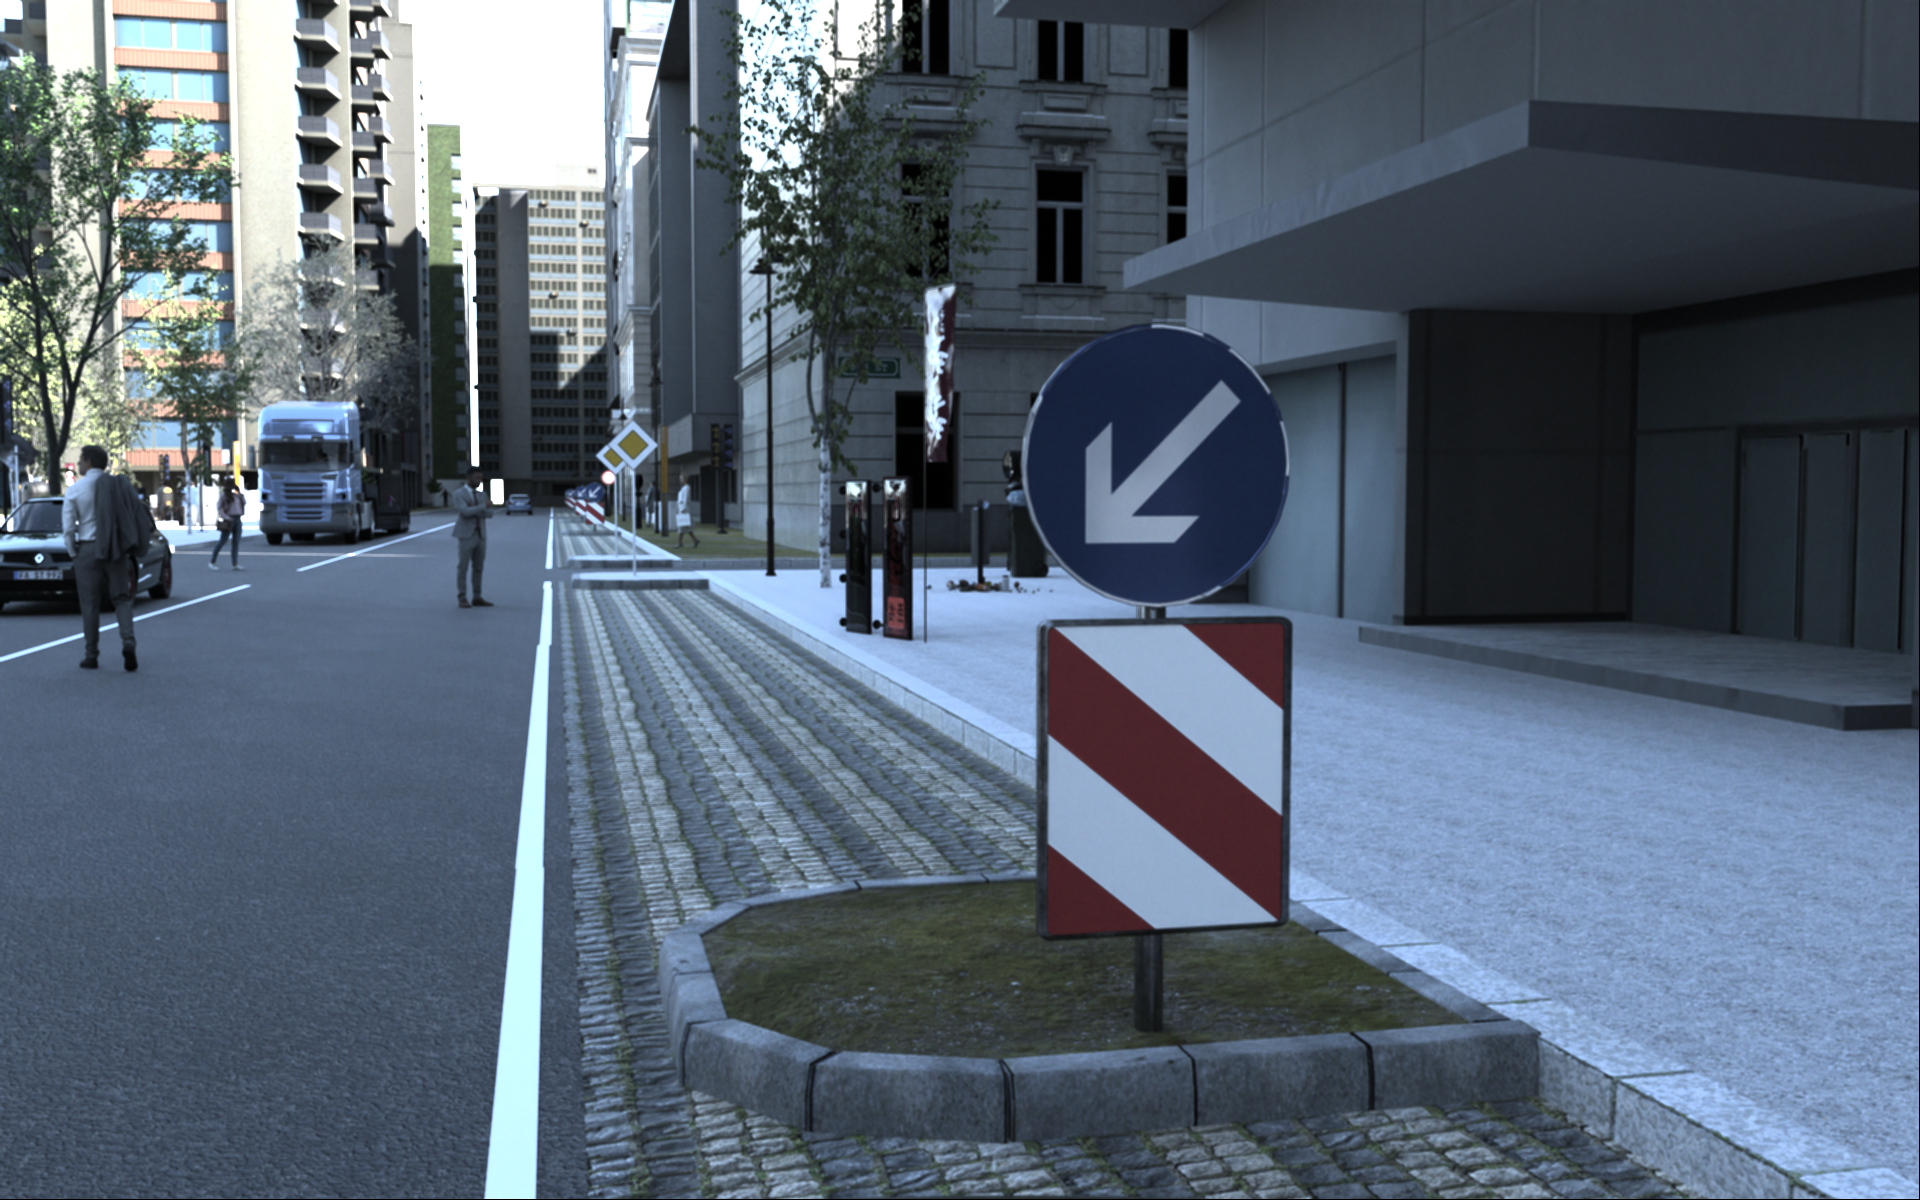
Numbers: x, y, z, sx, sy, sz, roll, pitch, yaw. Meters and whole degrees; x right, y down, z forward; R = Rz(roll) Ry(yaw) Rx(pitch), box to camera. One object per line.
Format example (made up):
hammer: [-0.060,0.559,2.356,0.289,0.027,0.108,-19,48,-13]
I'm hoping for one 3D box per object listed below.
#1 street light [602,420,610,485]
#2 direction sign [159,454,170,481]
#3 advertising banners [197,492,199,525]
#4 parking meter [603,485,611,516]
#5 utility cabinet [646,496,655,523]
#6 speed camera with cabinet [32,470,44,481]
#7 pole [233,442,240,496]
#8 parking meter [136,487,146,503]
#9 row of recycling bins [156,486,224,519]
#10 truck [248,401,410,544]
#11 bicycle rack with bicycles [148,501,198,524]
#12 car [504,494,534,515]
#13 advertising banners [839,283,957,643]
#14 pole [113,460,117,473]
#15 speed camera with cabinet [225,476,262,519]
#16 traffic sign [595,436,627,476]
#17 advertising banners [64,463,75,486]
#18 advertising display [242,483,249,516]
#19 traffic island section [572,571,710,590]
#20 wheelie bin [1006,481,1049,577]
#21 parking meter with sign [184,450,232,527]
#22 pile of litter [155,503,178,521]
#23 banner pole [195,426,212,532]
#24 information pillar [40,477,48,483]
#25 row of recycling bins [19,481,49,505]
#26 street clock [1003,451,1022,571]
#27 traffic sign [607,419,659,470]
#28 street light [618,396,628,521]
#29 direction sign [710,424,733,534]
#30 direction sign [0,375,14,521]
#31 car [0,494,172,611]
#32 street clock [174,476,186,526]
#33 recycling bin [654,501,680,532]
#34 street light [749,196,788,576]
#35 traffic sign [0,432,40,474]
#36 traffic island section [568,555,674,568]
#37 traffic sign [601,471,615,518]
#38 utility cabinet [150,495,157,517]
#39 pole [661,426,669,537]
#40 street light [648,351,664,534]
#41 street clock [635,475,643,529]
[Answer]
street light: [-21.974,-8.257,107.795,0.468,5.910,1.993,-1,4,-13]
direction sign: [-45.569,-6.560,99.253,0.876,3.537,0.379,2,4,32]
advertising banners: [-30.154,-4.456,69.037,0.090,3.025,2.074,-1,4,-13]
parking meter: [-20.362,-5.761,99.899,0.399,1.863,0.255,-3,5,-41]
utility cabinet: [-13.402,-3.964,75.981,0.306,1.237,1.020,-3,4,-38]
speed camera with cabinet: [-48.875,-5.996,92.369,0.660,3.252,2.038,-1,4,-12]
pole: [-28.105,-4.493,67.310,0.158,3.312,0.155,0,3,0]
parking meter: [-28.448,-3.163,60.128,0.372,1.533,0.369,0,3,0]
row of recycling bins: [-39.369,-5.006,88.957,3.534,1.692,1.069,-1,4,-16]
truck: [-19.999,-4.064,56.198,2.967,4.110,18.799,-1,4,-13]
bicycle rack with bicycles: [-33.871,-3.769,75.011,2.852,0.926,2.925,0,4,-1]
car: [-30.413,-6.574,119.485,2.014,1.417,4.499,-1,4,-15]
advertising banners: [-0.566,-1.169,15.307,0.090,3.025,2.074,-2,4,-31]
pole: [-49.898,-6.636,102.347,0.158,3.312,0.155,0,3,0]
speed camera with cabinet: [-36.204,-5.720,87.866,0.660,3.252,2.038,2,4,34]
traffic sign: [-6.904,-1.997,34.838,0.795,2.593,0.064,-1,4,-13]
advertising banners: [-49.473,-6.226,97.979,2.074,3.025,0.090,-1,4,-22]
advertising display: [-42.691,-6.009,103.455,0.123,1.923,0.974,-3,5,-40]
traffic island section: [-5.056,-0.298,27.152,2.009,0.180,2.903,-1,4,-13]
wheelie bin: [1.049,-1.157,26.830,0.693,1.594,0.980,0,4,-3]
parking meter with sign: [-29.256,-4.348,67.349,0.543,3.016,1.738,3,4,38]
pile of litter: [-37.479,-4.149,81.808,1.719,0.858,1.176,-1,4,-17]
banner pole: [-25.677,-4.211,58.860,0.401,3.779,0.863,1,4,11]
information pillar: [-40.354,-4.399,76.418,0.304,2.012,0.304,-1,4,-11]
row of recycling bins: [-29.065,-2.896,54.460,1.069,1.692,3.534,-2,4,-34]
street clock: [0.906,-1.487,28.881,0.358,2.002,0.471,-1,4,-23]
traffic sign: [-5.077,-1.521,27.064,0.795,2.593,0.064,-1,4,-13]
street light: [-15.935,-6.677,81.956,0.468,5.910,1.993,-1,4,-13]
direction sign: [-7.706,-3.917,56.043,0.379,3.537,0.876,3,5,43]
direction sign: [-18.323,-2.520,33.198,0.876,3.537,0.379,3,5,39]
car: [-11.371,-0.766,22.315,2.009,1.686,4.222,-1,4,-15]
street clock: [-31.387,-3.988,69.767,0.471,2.002,0.358,2,4,30]
recycling bin: [-9.978,-2.864,59.374,0.722,1.027,0.722,2,4,33]
street light: [-2.973,-3.318,27.033,0.468,5.910,1.993,-1,4,-13]
traffic sign: [-17.612,-1.845,32.352,0.795,2.593,0.064,-1,4,-13]
traffic island section: [-6.883,-0.773,34.926,2.009,0.180,2.903,-1,4,-13]
traffic sign: [-19.154,-5.770,94.450,0.768,2.556,0.104,-1,4,-11]
utility cabinet: [-42.623,-4.942,91.966,0.306,1.237,1.020,0,4,1]
pole: [-8.849,-3.550,51.883,0.158,3.312,0.155,0,3,0]
street light: [-9.858,-5.101,56.191,0.468,5.910,1.993,-1,4,-13]
street clock: [-11.960,-3.659,64.394,0.358,2.002,0.471,0,4,8]
